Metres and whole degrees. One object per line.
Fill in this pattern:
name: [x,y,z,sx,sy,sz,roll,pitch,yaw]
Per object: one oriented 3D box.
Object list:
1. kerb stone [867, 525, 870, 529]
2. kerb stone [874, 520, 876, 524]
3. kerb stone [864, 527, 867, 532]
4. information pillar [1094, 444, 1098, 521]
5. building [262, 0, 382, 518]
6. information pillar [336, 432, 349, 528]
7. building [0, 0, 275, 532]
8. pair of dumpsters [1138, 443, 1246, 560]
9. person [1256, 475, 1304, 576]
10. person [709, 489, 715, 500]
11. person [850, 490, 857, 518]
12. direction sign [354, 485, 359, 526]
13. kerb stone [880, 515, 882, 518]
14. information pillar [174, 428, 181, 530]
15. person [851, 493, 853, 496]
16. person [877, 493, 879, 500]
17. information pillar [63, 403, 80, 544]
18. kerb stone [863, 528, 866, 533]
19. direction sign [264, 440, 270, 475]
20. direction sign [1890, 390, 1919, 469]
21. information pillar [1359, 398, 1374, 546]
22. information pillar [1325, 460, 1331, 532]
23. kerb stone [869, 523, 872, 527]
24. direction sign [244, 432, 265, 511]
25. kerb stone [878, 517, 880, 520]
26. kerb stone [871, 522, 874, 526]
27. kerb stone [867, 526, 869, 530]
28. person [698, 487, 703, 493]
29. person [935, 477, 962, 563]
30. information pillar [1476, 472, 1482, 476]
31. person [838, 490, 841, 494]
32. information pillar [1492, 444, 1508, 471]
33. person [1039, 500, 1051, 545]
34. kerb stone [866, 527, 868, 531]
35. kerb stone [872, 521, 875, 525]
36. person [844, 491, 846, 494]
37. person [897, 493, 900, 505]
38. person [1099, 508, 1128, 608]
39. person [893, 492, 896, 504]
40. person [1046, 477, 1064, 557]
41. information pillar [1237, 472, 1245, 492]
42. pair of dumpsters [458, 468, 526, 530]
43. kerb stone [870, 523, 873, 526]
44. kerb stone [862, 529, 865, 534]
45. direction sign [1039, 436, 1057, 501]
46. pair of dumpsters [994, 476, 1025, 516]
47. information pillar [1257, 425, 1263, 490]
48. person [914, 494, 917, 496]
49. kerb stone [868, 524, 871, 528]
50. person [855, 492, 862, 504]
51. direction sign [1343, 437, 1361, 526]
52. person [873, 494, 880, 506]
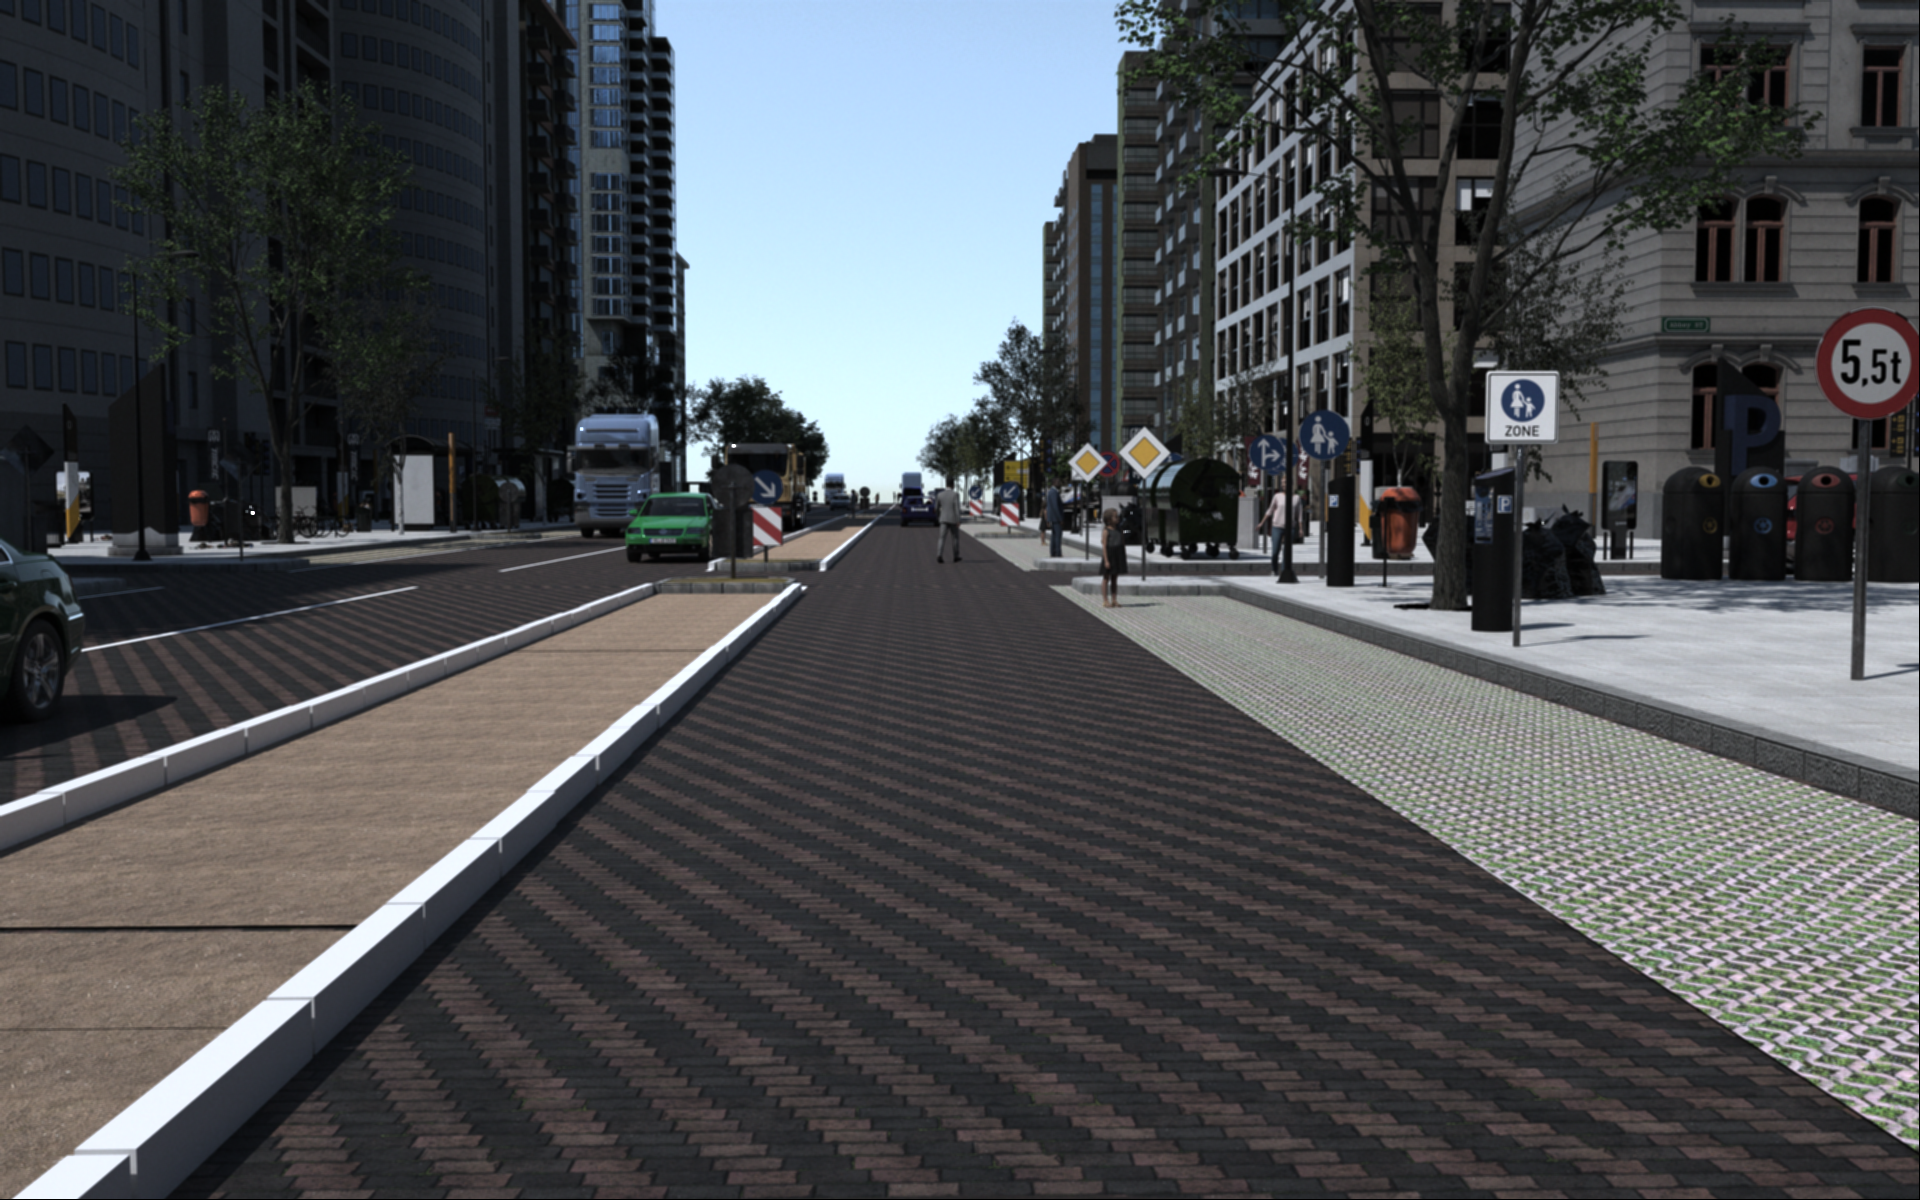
kerb stone: [-3.601,-2.671,65.899,0.120,0.150,1.000,0,4,-2]
kerb stone: [-3.984,-3.424,78.199,0.120,0.150,1.000,0,4,-2]
kerb stone: [-3.476,-2.421,61.784,0.120,0.150,1.000,0,4,-2]
information pillar: [6.335,-5.511,81.465,0.183,3.616,0.504,-1,4,-14]
building: [-43.283,-40.021,92.601,20.563,71.187,20.611,0,4,-2]
information pillar: [-23.222,-4.510,65.097,0.183,3.616,0.504,2,4,25]
building: [-40.436,-31.725,60.709,21.231,58.520,28.212,0,4,-2]
pair of dumpsters: [4.714,-2.016,35.451,1.574,2.255,4.437,0,4,-2]
person: [5.152,-1.153,28.030,0.731,1.740,0.598,0,4,1]
person: [-15.804,-6.245,110.572,1.348,1.831,0.705,3,4,39]
person: [-6.332,-5.702,102.726,0.522,1.701,0.512,-2,4,-28]
direction sign: [-24.326,-4.768,69.947,0.379,3.537,0.876,0,4,-6]
kerb stone: [-4.516,-4.483,95.635,0.120,0.150,1.000,0,4,-2]
information pillar: [-27.688,-4.272,61.199,0.183,3.616,0.504,-2,4,-26]
person: [-11.858,-11.325,193.534,0.599,1.838,0.709,-2,4,-23]
person: [-11.255,-13.985,238.616,0.415,1.643,0.593,-1,4,-20]
information pillar: [-22.941,-3.263,44.703,0.183,3.616,0.504,0,4,4]
kerb stone: [-3.410,-2.295,59.732,0.120,0.150,1.000,0,4,-2]
direction sign: [-29.092,-4.903,72.161,0.379,3.537,0.876,2,4,23]
direction sign: [20.113,-2.734,36.704,0.379,3.537,0.876,-2,4,-28]
information pillar: [10.002,-3.135,42.606,0.183,3.616,0.504,-1,4,-16]
information pillar: [12.292,-4.073,57.942,0.183,3.616,0.504,2,4,28]
kerb stone: [-3.734,-2.924,69.997,0.120,0.150,1.000,0,4,-2]
direction sign: [-26.049,-4.382,63.637,0.876,3.537,0.379,3,5,44]
kerb stone: [-4.305,-4.053,88.455,0.120,0.150,1.000,0,4,-2]
kerb stone: [-3.824,-3.111,73.065,0.120,0.150,1.000,0,4,-2]
kerb stone: [-3.571,-2.610,64.873,0.120,0.150,1.000,0,4,-2]
person: [-13.354,-4.949,89.761,0.599,1.781,0.374,-1,4,-11]
person: [-0.242,-1.678,36.211,0.678,1.792,0.850,2,4,24]
information pillar: [17.416,-3.264,57.866,0.304,2.012,0.304,0,4,-6]
person: [-12.917,-10.802,185.119,0.705,1.824,1.348,2,4,27]
information pillar: [10.919,-2.670,35.011,0.183,3.616,0.504,-1,4,-13]
person: [2.376,-2.140,48.164,0.373,1.253,0.362,-1,4,-10]
kerb stone: [-3.508,-2.482,62.810,0.120,0.150,1.000,0,4,-2]
kerb stone: [-3.880,-3.237,75.115,0.120,0.150,1.000,0,4,-2]
person: [-13.677,-12.102,206.347,0.705,1.826,1.348,-2,4,-25]
person: [-8.309,-13.682,233.674,0.415,1.643,0.593,1,4,22]
person: [1.947,-0.528,21.806,0.362,1.253,0.373,-2,4,-31]
person: [-9.290,-14.580,247.704,0.721,1.723,1.217,0,4,-4]
person: [2.075,-1.762,37.490,0.419,1.800,0.721,-1,4,-13]
information pillar: [9.134,-3.201,56.823,0.304,2.012,0.304,2,4,32]
pair of dumpsters: [-17.019,-3.703,63.039,1.574,2.255,4.437,0,4,-2]
kerb stone: [-3.752,-2.986,71.019,0.120,0.150,1.000,0,4,-2]
kerb stone: [-3.376,-2.233,58.711,0.120,0.150,1.000,0,4,-2]
direction sign: [3.365,-4.666,68.283,0.379,3.537,0.876,-2,4,-30]
pair of dumpsters: [2.808,-5.834,97.886,1.574,2.255,4.437,0,4,-2]
information pillar: [10.201,-4.134,58.951,0.183,3.616,0.504,0,4,-5]
person: [-3.043,-6.372,115.903,0.599,1.433,0.991,-1,4,-17]
kerb stone: [-3.674,-2.799,67.954,0.120,0.150,1.000,0,4,-2]
person: [-13.561,-13.400,228.303,1.217,1.736,0.721,-1,4,-17]
direction sign: [15.646,-4.702,68.868,0.876,3.537,0.379,3,4,36]
person: [-9.761,-11.665,202.485,1.065,1.426,0.557,3,5,40]
